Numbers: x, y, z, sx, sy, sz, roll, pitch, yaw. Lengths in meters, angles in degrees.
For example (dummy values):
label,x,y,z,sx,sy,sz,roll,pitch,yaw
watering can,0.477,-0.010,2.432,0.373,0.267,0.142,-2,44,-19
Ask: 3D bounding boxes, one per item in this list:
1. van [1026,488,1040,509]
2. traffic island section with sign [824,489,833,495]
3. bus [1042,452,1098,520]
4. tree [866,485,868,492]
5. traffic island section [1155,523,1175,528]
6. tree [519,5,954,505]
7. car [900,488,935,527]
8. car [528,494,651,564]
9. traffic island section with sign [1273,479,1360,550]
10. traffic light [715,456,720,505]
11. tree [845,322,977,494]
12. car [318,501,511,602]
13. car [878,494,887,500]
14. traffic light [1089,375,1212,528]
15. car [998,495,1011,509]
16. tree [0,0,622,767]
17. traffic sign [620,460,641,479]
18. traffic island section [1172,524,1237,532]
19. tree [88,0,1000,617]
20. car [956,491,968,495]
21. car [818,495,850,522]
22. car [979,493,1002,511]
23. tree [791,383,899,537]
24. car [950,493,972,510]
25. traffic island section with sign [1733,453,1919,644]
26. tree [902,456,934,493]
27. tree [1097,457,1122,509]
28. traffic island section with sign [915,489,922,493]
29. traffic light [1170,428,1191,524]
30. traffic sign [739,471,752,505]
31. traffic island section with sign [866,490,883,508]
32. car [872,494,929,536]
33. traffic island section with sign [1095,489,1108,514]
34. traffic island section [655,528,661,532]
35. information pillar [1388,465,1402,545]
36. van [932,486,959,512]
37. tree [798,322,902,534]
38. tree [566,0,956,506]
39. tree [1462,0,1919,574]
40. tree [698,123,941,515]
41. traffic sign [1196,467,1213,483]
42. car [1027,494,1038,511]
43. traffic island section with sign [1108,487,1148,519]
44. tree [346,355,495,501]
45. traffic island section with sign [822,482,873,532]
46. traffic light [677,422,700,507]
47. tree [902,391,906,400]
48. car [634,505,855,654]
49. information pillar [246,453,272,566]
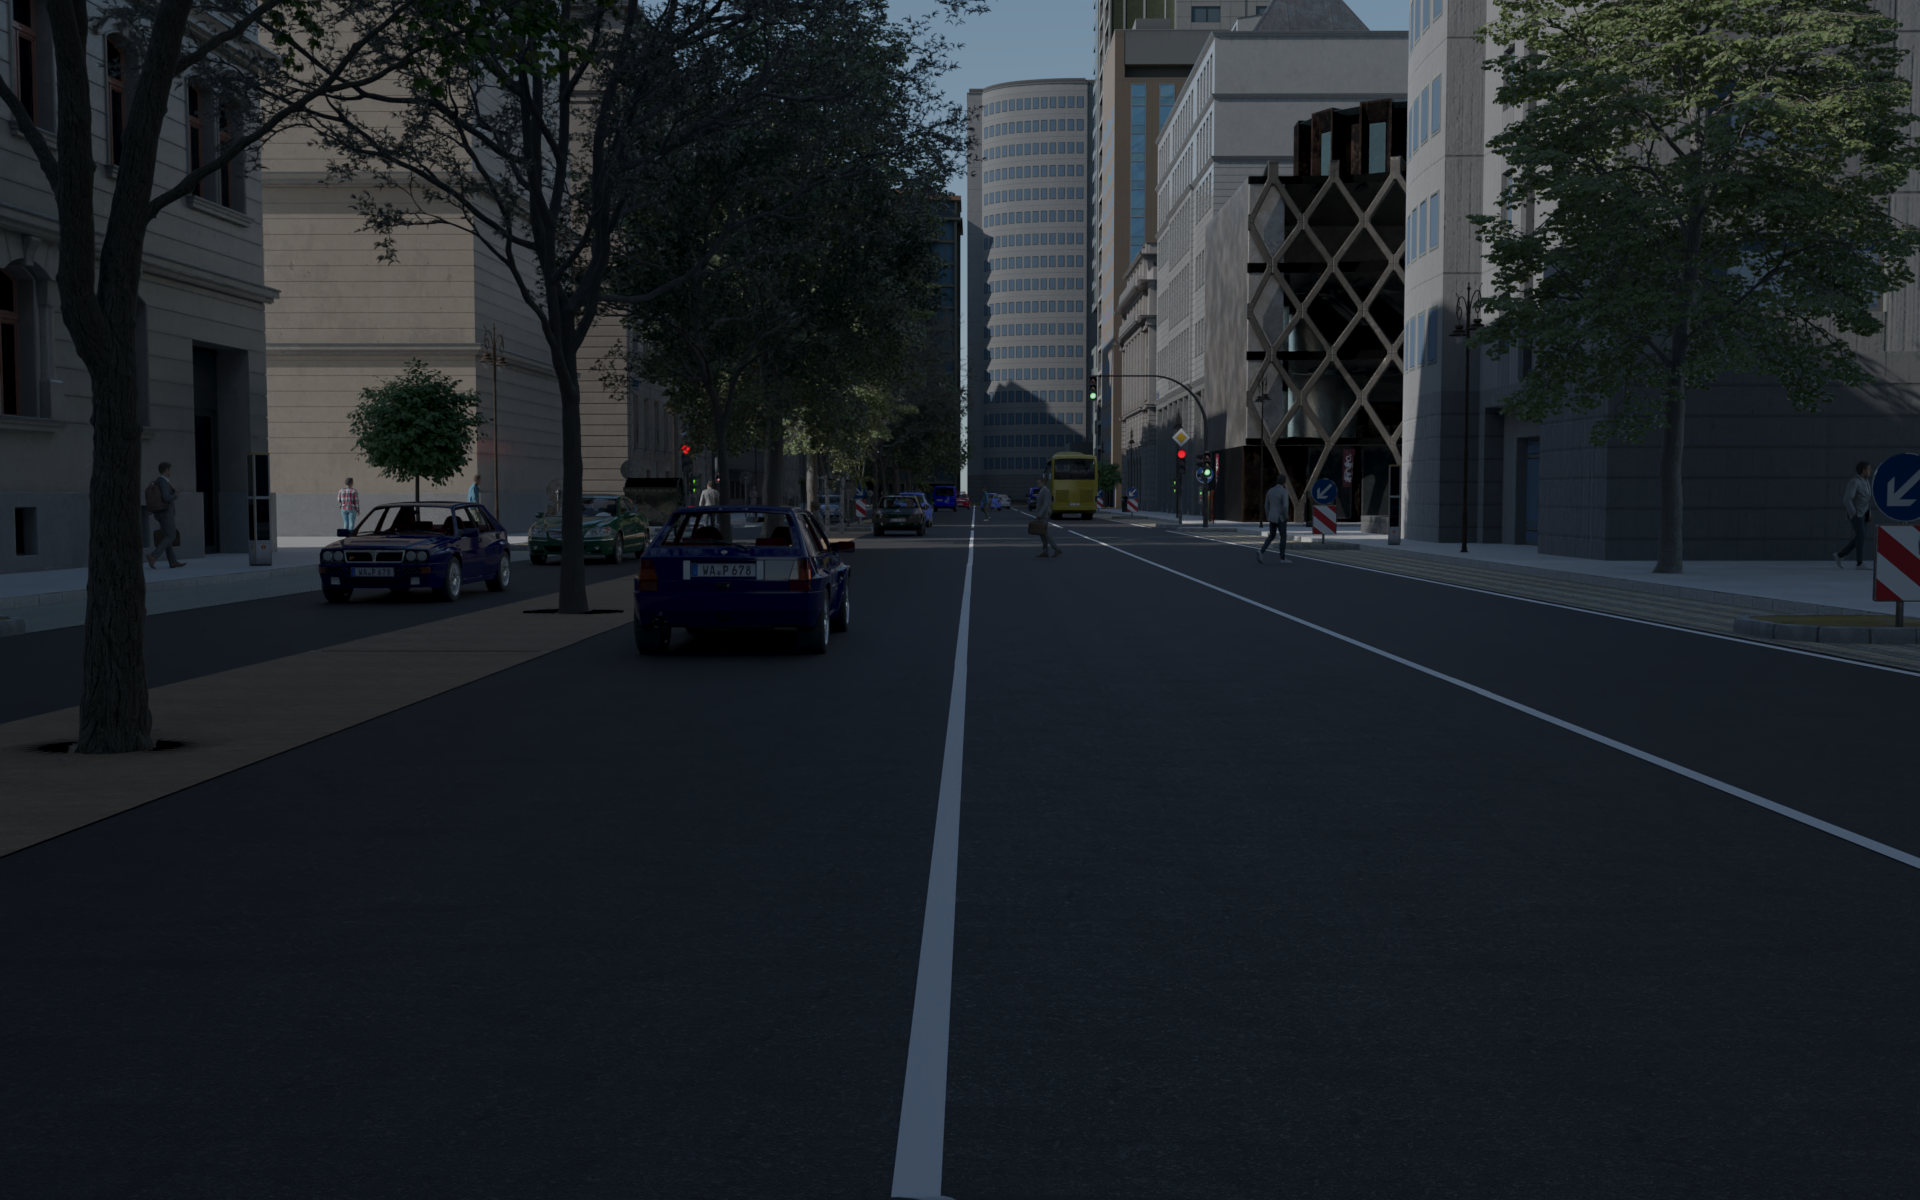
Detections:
label,x,y,z,sx,sy,sz,roll,pitch,yaw
van,7.519,-9.853,165.477,2.240,2.365,5.245,0,4,-1
traffic island section with sign,-9.584,-7.213,126.559,1.989,1.847,2.006,0,4,1
bus,6.363,-6.650,100.266,2.896,3.916,12.252,0,4,1
tree,-11.459,-12.369,196.837,1.663,3.219,1.824,0,3,0
traffic island section,9.465,-3.176,74.208,2.009,0.180,2.903,0,4,1
tree,-4.262,-5.817,31.977,8.767,10.594,7.601,0,4,1
car,-2.092,-4.043,75.691,1.945,1.707,3.694,0,4,1
car,-7.859,-1.543,37.020,2.131,1.459,4.920,0,4,1
traffic island section with sign,9.213,-2.228,45.052,1.989,1.847,2.006,0,4,1
traffic light,-8.243,-6.092,74.271,4.771,5.953,1.251,0,4,1
tree,-3.812,-11.183,102.312,9.611,12.733,9.660,0,3,0
car,-7.566,-0.715,24.265,1.945,1.354,3.894,0,4,0
car,-5.857,-8.345,146.227,2.009,1.686,4.222,0,4,0
traffic light,7.261,-5.585,65.987,4.771,5.953,1.251,0,4,1
car,3.877,-9.456,166.961,2.083,1.381,4.827,0,4,-1
tree,-4.604,-4.952,9.180,9.928,11.665,9.643,0,3,0
traffic sign,-12.152,-3.903,63.915,0.768,2.556,0.104,0,4,2
traffic island section,9.394,-2.688,66.223,2.009,0.180,2.903,0,4,1
tree,-4.595,-6.565,20.171,12.009,13.543,11.850,0,3,0
car,-0.077,-12.897,219.532,2.281,1.827,5.304,0,4,-1
car,-6.606,-4.712,89.040,2.014,1.417,4.499,0,4,0
car,2.614,-8.385,146.685,1.945,1.707,3.694,0,4,0
tree,-4.388,-6.393,57.343,4.737,8.622,4.395,0,3,0
car,0.056,-9.236,160.045,2.155,1.783,4.494,0,4,2
traffic island section with sign,8.961,-0.535,17.370,1.989,1.847,2.006,0,4,1
tree,-3.399,-9.596,109.717,4.737,8.622,4.395,0,3,0
tree,12.751,-10.313,152.328,4.285,4.588,4.351,0,3,0
traffic island section with sign,-3.614,-8.623,149.127,2.006,1.907,1.989,0,4,1
traffic light,9.425,-5.209,74.094,0.839,4.253,0.868,0,4,1
traffic sign,-11.855,-5.846,95.681,0.768,2.556,0.104,0,4,8
traffic island section with sign,-9.125,-10.285,176.788,1.989,1.847,2.006,0,4,1
car,-2.080,-3.083,60.186,2.009,1.686,4.222,0,4,0
traffic island section with sign,9.936,-7.188,126.146,1.989,1.847,2.006,0,4,1
traffic island section,-10.447,-2.699,66.405,2.009,0.180,2.903,0,4,1
information pillar,10.948,-2.392,43.595,0.304,2.012,0.304,1,4,18
van,-1.195,-8.390,141.559,2.240,2.365,5.245,0,4,1
tree,-4.247,-6.677,61.982,4.360,8.622,3.978,0,3,0
tree,-4.543,-8.091,41.408,9.857,13.997,8.962,0,3,0
tree,11.945,-6.707,27.787,7.486,12.596,7.792,0,3,0
tree,-4.454,-7.978,51.024,7.486,12.596,7.792,0,3,0
traffic sign,11.184,-4.836,79.166,0.768,2.556,0.104,0,4,7
car,6.655,-8.292,145.355,2.009,1.686,4.222,0,4,2
traffic island section with sign,9.697,-5.539,99.192,1.989,1.847,2.006,0,4,1
tree,-12.816,-3.515,41.181,4.285,4.588,4.351,0,3,0
traffic island section with sign,-4.353,-3.575,66.584,2.006,1.907,1.989,0,4,1
traffic light,-10.407,-4.731,66.270,0.839,4.253,0.868,0,4,1
tree,-4.348,-7.470,74.953,4.360,8.622,3.978,0,3,0
car,-2.031,-0.264,16.901,1.945,1.354,3.894,0,4,1
information pillar,-12.504,-1.615,30.903,0.304,2.012,0.304,3,5,45
